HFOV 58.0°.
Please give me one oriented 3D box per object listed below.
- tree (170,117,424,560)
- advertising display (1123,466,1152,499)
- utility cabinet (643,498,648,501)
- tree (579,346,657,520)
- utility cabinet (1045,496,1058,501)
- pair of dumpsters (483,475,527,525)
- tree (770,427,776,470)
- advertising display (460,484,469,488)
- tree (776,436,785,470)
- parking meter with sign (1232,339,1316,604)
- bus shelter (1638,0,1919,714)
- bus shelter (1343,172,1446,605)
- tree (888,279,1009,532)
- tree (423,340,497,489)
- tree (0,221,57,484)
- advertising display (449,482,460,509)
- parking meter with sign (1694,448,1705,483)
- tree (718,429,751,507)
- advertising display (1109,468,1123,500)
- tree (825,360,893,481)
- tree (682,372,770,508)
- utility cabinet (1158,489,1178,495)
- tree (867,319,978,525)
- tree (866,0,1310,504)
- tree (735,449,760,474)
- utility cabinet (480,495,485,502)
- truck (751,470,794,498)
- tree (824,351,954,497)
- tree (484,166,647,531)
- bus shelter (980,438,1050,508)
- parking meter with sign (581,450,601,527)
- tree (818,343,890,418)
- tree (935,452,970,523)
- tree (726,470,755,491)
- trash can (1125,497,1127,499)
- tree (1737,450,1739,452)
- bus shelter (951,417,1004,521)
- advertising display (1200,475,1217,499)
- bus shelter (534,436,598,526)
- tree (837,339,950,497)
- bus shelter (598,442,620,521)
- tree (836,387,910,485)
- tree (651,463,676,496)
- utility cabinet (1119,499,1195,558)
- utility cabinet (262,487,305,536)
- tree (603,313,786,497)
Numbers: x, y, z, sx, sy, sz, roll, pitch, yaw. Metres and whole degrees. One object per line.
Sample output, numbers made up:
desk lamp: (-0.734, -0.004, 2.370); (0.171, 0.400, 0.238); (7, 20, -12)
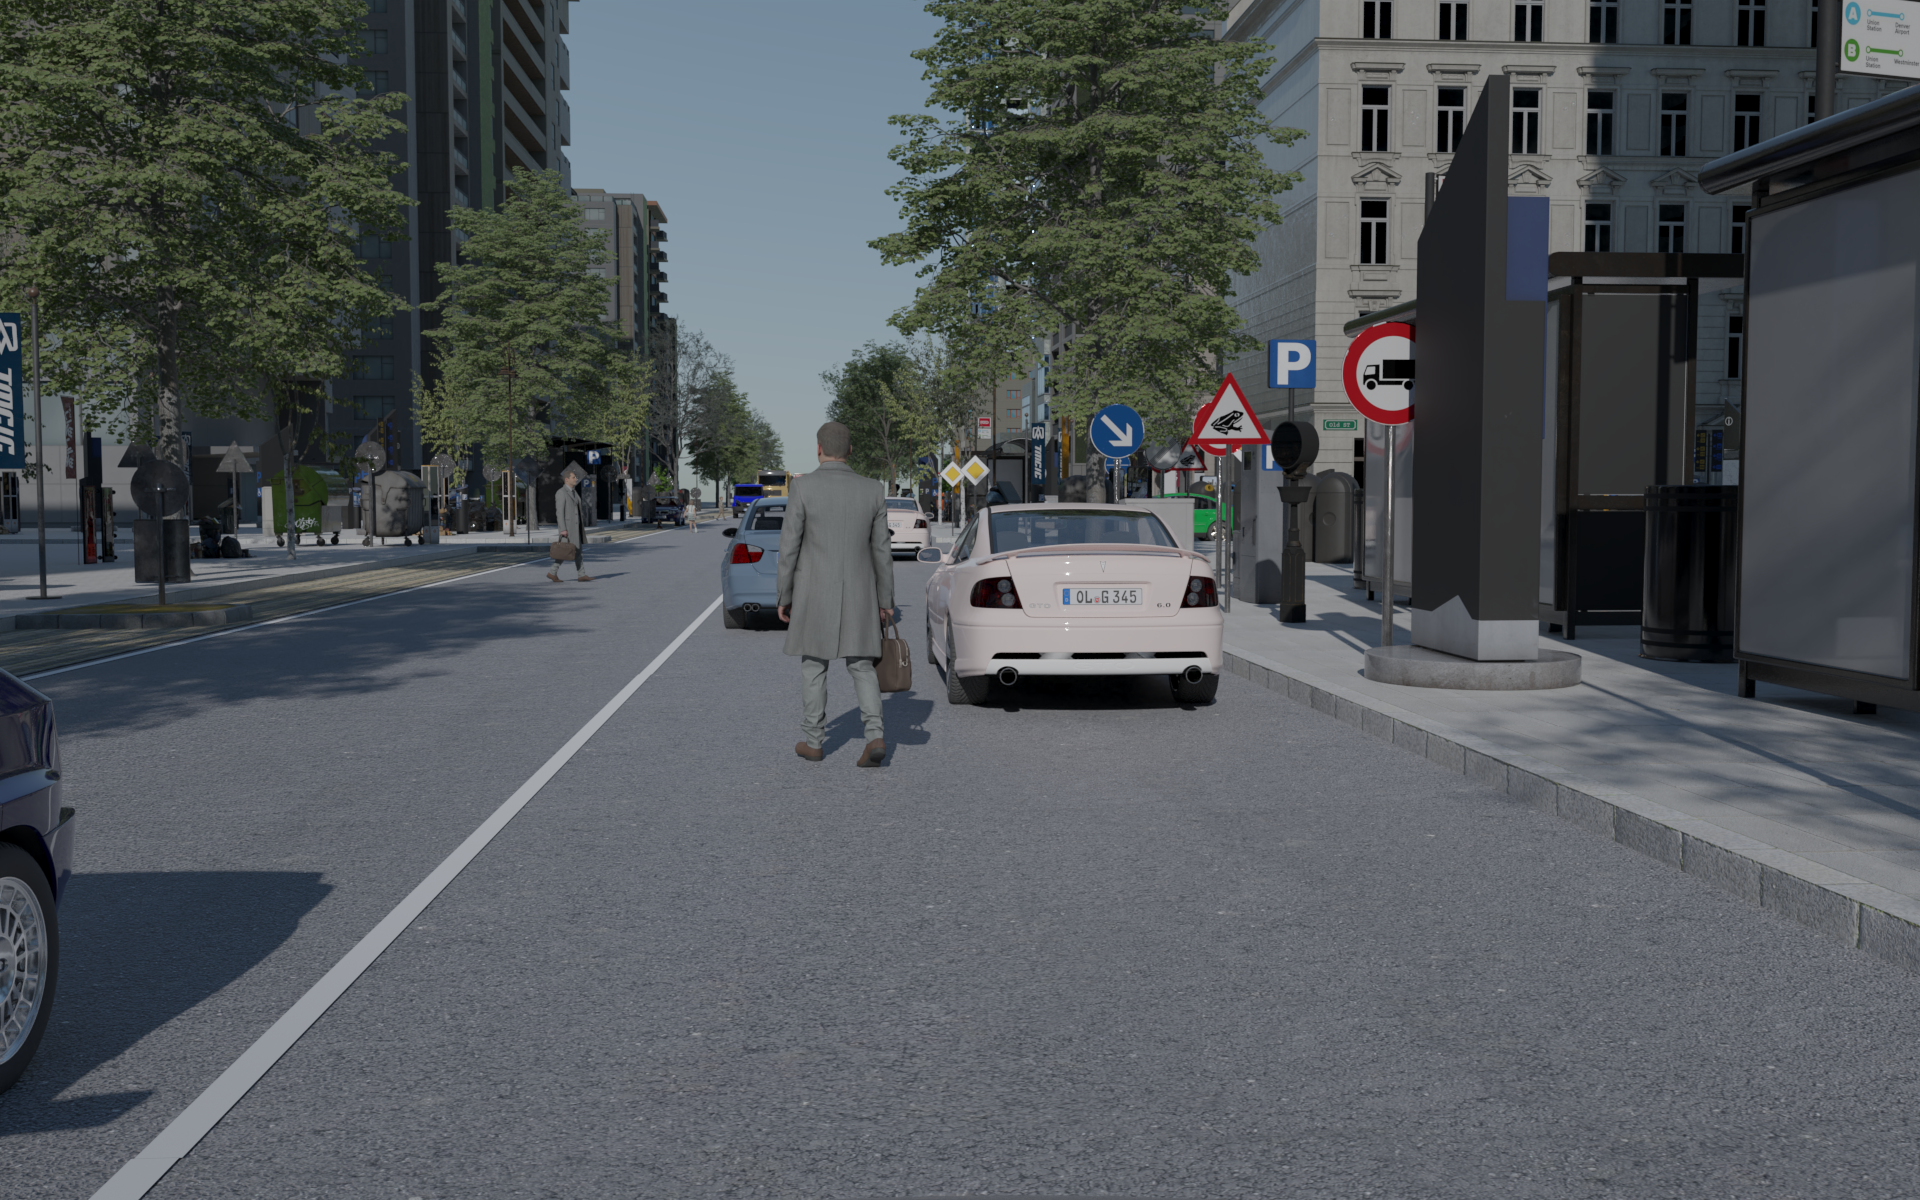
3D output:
tree: (-13.010, -5.082, 33.447); (4.737, 8.622, 4.395); (0, 3, 0)
advertising display: (4.125, -2.120, 39.874); (0.123, 1.923, 0.974); (-2, 4, -24)
utility cabinet: (-17.076, -5.253, 94.570); (0.318, 1.500, 1.173); (0, 4, 3)
tree: (-16.850, -8.298, 86.041); (4.737, 8.622, 4.395); (0, 3, 0)
utility cabinet: (3.592, -3.475, 67.976); (0.306, 1.237, 1.020); (3, 4, 38)
pair of dumpsters: (-18.982, -4.308, 72.924); (1.574, 2.255, 4.437); (0, 4, -5)
tree: (-25.697, -16.587, 189.319); (7.486, 12.596, 7.792); (0, 3, 0)
advertising display: (-31.157, -6.293, 108.106); (0.974, 1.923, 0.123); (-1, 4, -20)
tree: (-31.440, -21.785, 274.313); (7.486, 12.596, 7.792); (0, 3, 0)
parking meter with sign: (3.630, -1.479, 20.447); (0.543, 3.016, 1.738); (-1, 4, -8)
bus shelter: (5.830, -1.944, 9.415); (2.179, 5.291, 8.768); (0, 4, -5)
bus shelter: (5.806, -2.553, 19.366); (2.179, 5.291, 8.768); (0, 4, -4)
tree: (-0.098, -6.597, 58.222); (4.360, 8.622, 3.978); (0, 3, 0)
tree: (-23.360, -7.959, 80.491); (4.737, 8.622, 4.395); (0, 3, 0)
tree: (-22.645, -5.468, 39.768); (4.360, 8.622, 3.978); (0, 3, 0)
advertising display: (-27.248, -5.330, 92.357); (0.123, 1.923, 0.974); (2, 4, 32)
parking meter with sign: (28.159, -4.272, 66.111); (0.543, 3.016, 1.738); (3, 4, 36)
tree: (-22.893, -13.531, 171.592); (4.360, 8.622, 3.978); (0, 3, 0)
advertising display: (3.880, -2.304, 42.891); (0.123, 1.923, 0.974); (1, 4, 22)
tree: (-7.411, -14.974, 155.200); (12.009, 13.543, 11.850); (0, 3, 0)
tree: (-22.081, -14.702, 158.511); (7.486, 12.596, 7.792); (0, 3, 0)
utility cabinet: (9.720, -4.425, 81.034); (0.318, 1.500, 1.173); (3, 5, 43)
tree: (-1.056, -7.470, 72.500); (4.737, 8.622, 4.395); (0, 3, 0)
tree: (2.243, -6.850, 30.130); (7.486, 12.596, 7.792); (0, 3, 0)
tree: (-27.169, -16.288, 216.670); (4.737, 8.622, 4.395); (0, 3, 0)
utility cabinet: (-31.554, -6.285, 113.928); (0.306, 1.237, 1.020); (-2, 4, -32)
truck: (-15.319, -9.003, 143.120); (3.469, 3.379, 9.791); (0, 4, -3)
tree: (-4.294, -10.900, 112.634); (8.767, 10.594, 7.601); (-2, 4, -27)
tree: (-14.803, -8.688, 60.168); (7.486, 12.596, 7.792); (0, 3, 0)
bus shelter: (2.010, -4.335, 64.797); (2.014, 3.302, 5.546); (0, 4, -5)
parking meter with sign: (-14.689, -4.414, 68.435); (0.543, 3.016, 1.738); (0, 4, 5)
tree: (-11.397, -22.114, 217.449); (12.611, 20.169, 13.585); (0, 3, 0)
tree: (-0.546, -5.090, 77.823); (1.663, 3.219, 1.824); (0, 3, 0)
tree: (-25.739, -13.445, 203.539); (4.285, 4.588, 4.351); (0, 3, 0)
trash can: (8.373, -4.797, 90.090); (0.748, 1.137, 0.748); (0, 3, 0)
tree: (17.930, -2.665, 38.182); (1.663, 3.219, 1.824); (0, 3, 0)
bus shelter: (0.753, -6.729, 87.648); (2.179, 5.291, 8.768); (0, 4, -4)
advertising display: (8.666, -3.360, 60.151); (0.974, 1.923, 0.123); (-3, 5, -43)
bus shelter: (-16.649, -4.983, 72.748); (1.731, 3.624, 6.357); (0, 4, -4)
tree: (-5.538, -14.380, 141.761); (9.857, 13.997, 8.962); (0, 3, 0)
bus shelter: (-16.869, -5.412, 79.776); (1.731, 3.624, 6.357); (0, 4, -5)
tree: (-9.334, -16.074, 179.819); (9.611, 12.733, 9.660); (0, 3, 0)
tree: (-18.222, -6.727, 104.588); (1.663, 3.219, 1.824); (0, 3, 0)
utility cabinet: (2.752, -0.803, 24.291); (1.020, 1.237, 0.306); (-1, 4, -13)
utility cabinet: (-20.541, -2.686, 52.593); (1.173, 1.500, 0.318); (-3, 4, -36)
tree: (-19.543, -12.717, 118.293); (12.009, 13.543, 11.850); (0, 3, 0)
